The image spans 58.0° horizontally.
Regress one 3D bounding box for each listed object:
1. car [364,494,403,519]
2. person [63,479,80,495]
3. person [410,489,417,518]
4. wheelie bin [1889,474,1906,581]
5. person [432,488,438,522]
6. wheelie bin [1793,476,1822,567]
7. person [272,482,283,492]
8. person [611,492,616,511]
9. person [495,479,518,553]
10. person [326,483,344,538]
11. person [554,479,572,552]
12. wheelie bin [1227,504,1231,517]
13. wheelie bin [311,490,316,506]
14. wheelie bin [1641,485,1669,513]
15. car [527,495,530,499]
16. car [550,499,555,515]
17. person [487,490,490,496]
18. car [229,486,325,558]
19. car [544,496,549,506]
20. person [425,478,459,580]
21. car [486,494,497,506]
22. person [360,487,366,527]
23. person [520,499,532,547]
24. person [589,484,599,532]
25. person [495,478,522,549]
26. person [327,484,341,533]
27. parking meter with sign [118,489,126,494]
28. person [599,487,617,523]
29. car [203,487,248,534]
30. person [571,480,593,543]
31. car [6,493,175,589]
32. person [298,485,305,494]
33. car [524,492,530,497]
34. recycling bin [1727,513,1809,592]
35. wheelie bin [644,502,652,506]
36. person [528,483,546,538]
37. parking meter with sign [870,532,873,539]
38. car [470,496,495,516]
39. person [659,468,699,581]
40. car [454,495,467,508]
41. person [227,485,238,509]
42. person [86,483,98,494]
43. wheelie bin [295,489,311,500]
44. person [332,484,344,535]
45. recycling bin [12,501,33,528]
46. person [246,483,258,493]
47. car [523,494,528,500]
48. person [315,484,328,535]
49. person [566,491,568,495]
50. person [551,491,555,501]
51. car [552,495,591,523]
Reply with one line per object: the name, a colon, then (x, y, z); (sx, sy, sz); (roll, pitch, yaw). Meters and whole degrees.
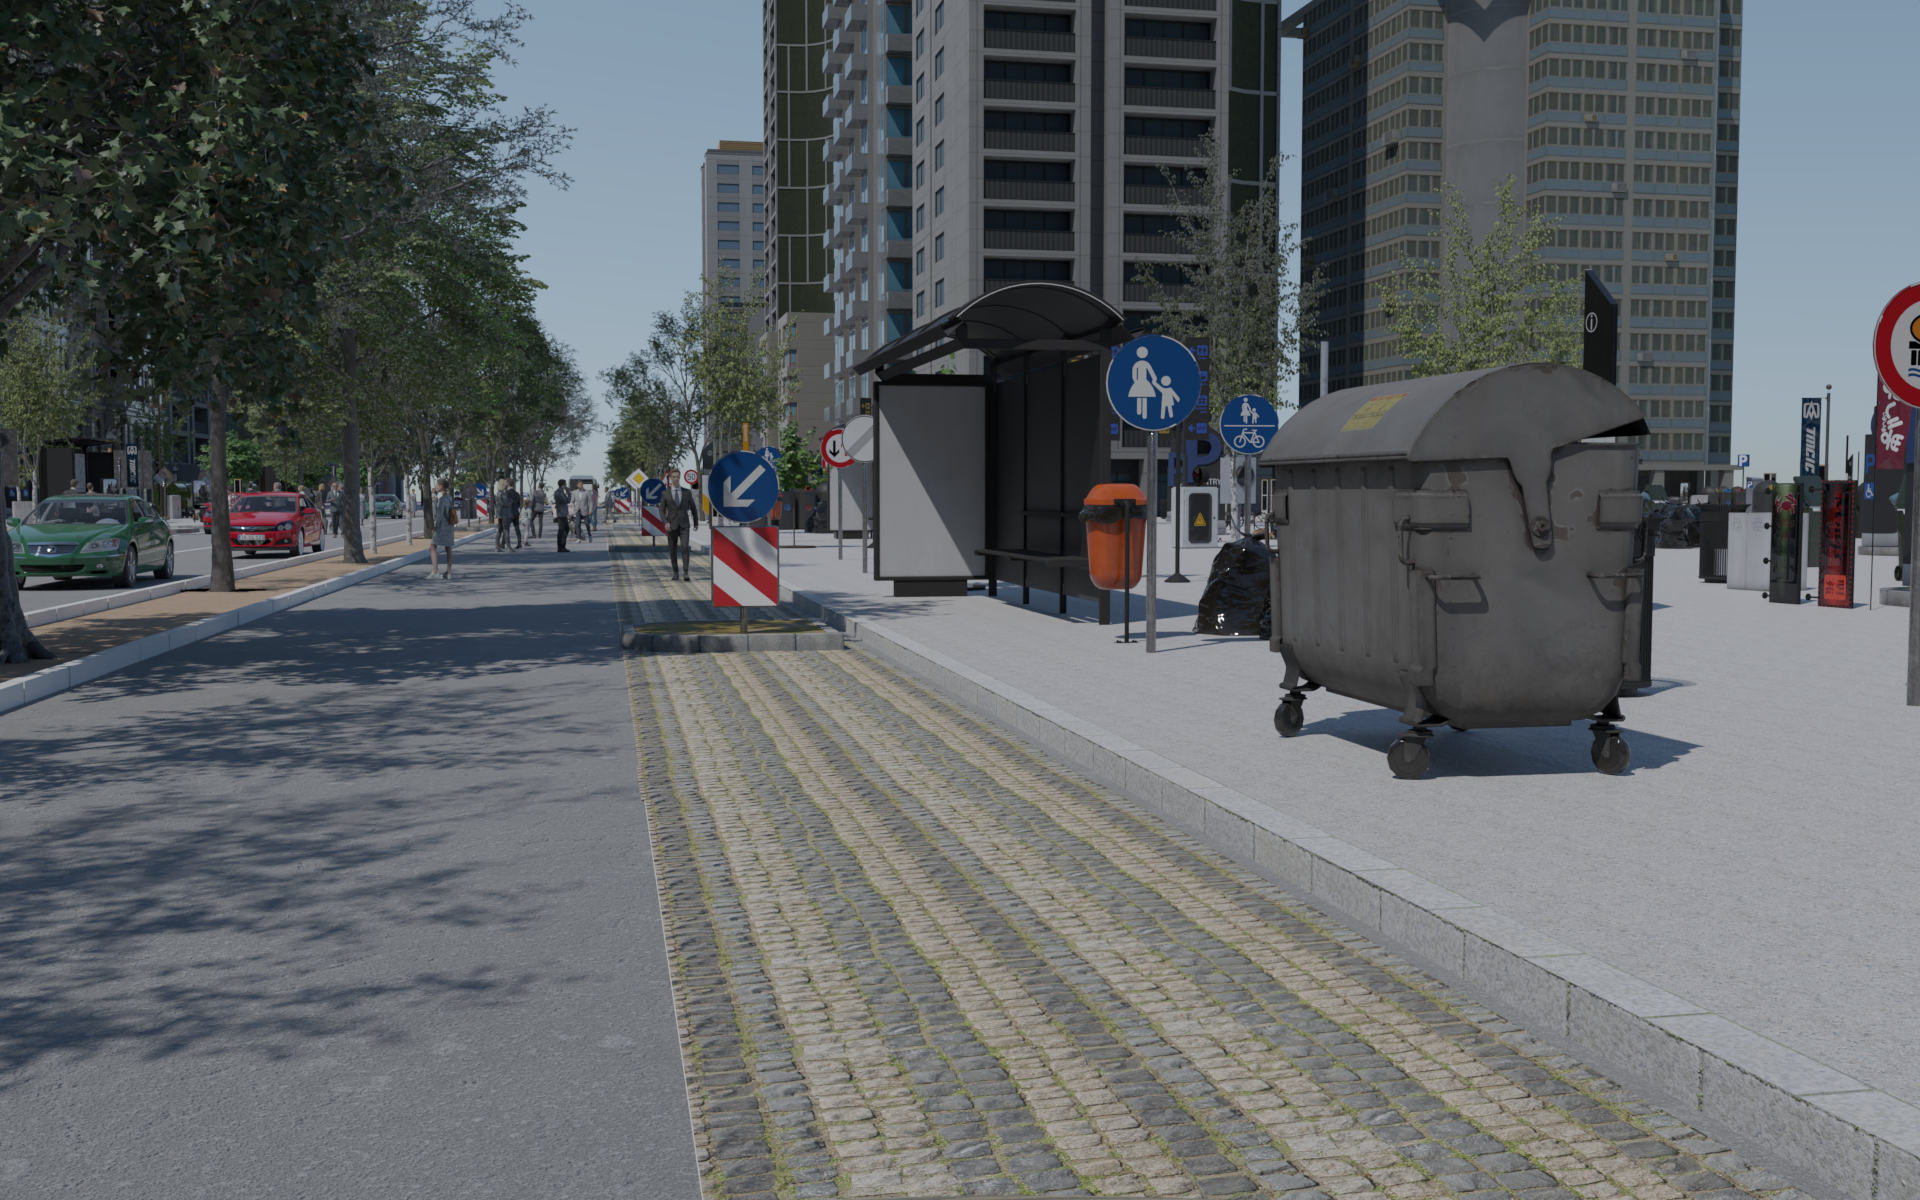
car: (-33.522, -5.432, 100.607); (2.131, 1.459, 4.920); (-1, 4, -11)
person: (-24.994, -2.480, 48.828); (0.659, 1.850, 0.755); (1, 4, 17)
person: (-32.800, -5.811, 104.082); (0.524, 1.755, 0.480); (2, 4, 33)
wheelie bin: (14.155, -1.072, 25.428); (0.693, 1.594, 0.980); (-3, 5, -41)
person: (-26.914, -4.873, 88.740); (0.524, 1.755, 0.480); (2, 4, 34)
wheelie bin: (14.868, -1.381, 30.494); (0.980, 1.594, 0.693); (-2, 4, -23)
person: (-20.070, -2.565, 50.840); (0.834, 1.777, 0.661); (2, 4, 32)
person: (-28.797, -8.147, 143.513); (0.589, 1.601, 0.330); (0, 4, -7)
person: (-11.158, -2.069, 42.509); (0.526, 1.800, 0.537); (-1, 4, -22)
person: (-20.364, -2.931, 56.600); (0.661, 1.801, 0.590); (-2, 4, -24)
person: (-9.802, -2.087, 42.805); (0.473, 1.802, 0.592); (0, 4, -4)
wheelie bin: (12.998, -4.582, 82.821); (0.980, 1.594, 0.693); (1, 4, 14)
wheelie bin: (-53.612, -8.288, 143.411); (0.693, 1.594, 0.980); (3, 4, 36)
wheelie bin: (23.414, -3.096, 58.524); (0.980, 1.594, 0.693); (-1, 4, -15)
car: (-50.766, -11.920, 206.889); (2.014, 1.417, 4.499); (-1, 4, -12)
car: (-26.992, -6.494, 118.537); (2.083, 1.381, 4.827); (-1, 4, -12)
person: (-39.734, -8.425, 146.648); (0.661, 1.777, 0.834); (-3, 5, -44)
car: (-15.935, -1.898, 40.076); (2.155, 1.783, 4.494); (-1, 4, -11)
car: (-52.729, -12.704, 217.929); (2.015, 1.641, 3.980); (-1, 4, -10)
person: (-8.706, -1.205, 29.203); (0.522, 1.701, 0.512); (0, 4, 4)
car: (-56.507, -12.182, 208.214); (2.155, 1.783, 4.494); (-1, 4, -11)
person: (-25.982, -4.040, 75.119); (0.480, 1.755, 0.524); (-3, 5, -43)
person: (-11.822, -2.111, 47.287); (0.425, 1.301, 0.394); (2, 4, 26)
person: (-14.030, -3.534, 66.296); (0.388, 1.821, 0.555); (-3, 5, -40)
person: (-11.805, -2.267, 45.346); (0.755, 1.850, 0.659); (2, 4, 24)
person: (-23.138, -3.403, 64.313); (0.728, 1.800, 0.709); (0, 4, -7)
parking meter with sign: (-55.093, -7.105, 112.422); (1.738, 3.016, 0.543); (-3, 5, -40)
person: (-17.193, -4.642, 84.678); (0.850, 1.792, 0.678); (0, 3, 0)
car: (-26.302, -3.307, 63.102); (2.155, 1.783, 4.494); (-1, 4, -12)
person: (-11.045, -2.589, 50.677); (0.661, 1.843, 0.795); (0, 4, 5)
car: (-13.920, -0.977, 27.767); (2.131, 1.459, 4.920); (-1, 4, -14)
person: (-27.564, -3.909, 72.635); (0.641, 1.798, 0.478); (-2, 4, -32)
car: (-70.462, -16.669, 282.127); (1.945, 1.707, 3.694); (-1, 4, -13)
recycling bin: (10.813, -0.651, 23.194); (0.722, 1.027, 0.722); (-1, 4, -21)
wheelie bin: (-24.248, -7.768, 134.916); (0.693, 1.594, 0.980); (-2, 4, -35)
person: (-13.661, -2.891, 55.944); (0.592, 1.802, 0.473); (-2, 4, -25)
parking meter with sign: (-1.916, -3.312, 50.407); (1.738, 3.016, 0.543); (-3, 5, -39)
car: (-31.289, -6.143, 113.010); (1.945, 1.354, 3.894); (-1, 4, -12)
person: (-4.608, -1.232, 28.420); (0.659, 1.850, 0.755); (-1, 4, -11)
car: (-44.306, -8.545, 152.288); (1.945, 1.354, 3.894); (-1, 4, -12)
person: (-24.371, -2.982, 58.090); (0.563, 1.720, 0.643); (2, 4, 35)
person: (-26.896, -2.745, 53.722); (0.374, 1.781, 0.599); (3, 4, 36)
wheelie bin: (-46.117, -6.913, 120.933); (0.693, 1.594, 0.980); (3, 5, 40)
person: (-21.609, -3.153, 60.448); (0.834, 1.777, 0.661); (3, 5, 44)
recycling bin: (-32.371, -2.899, 59.949); (0.722, 1.027, 0.722); (-2, 4, -30)
person: (-30.560, -4.094, 74.793); (0.474, 1.900, 0.648); (3, 5, 40)
car: (-67.972, -15.709, 269.209); (2.083, 1.381, 4.827); (-1, 4, -12)
person: (-22.748, -3.230, 61.529); (0.699, 1.804, 1.509); (-1, 4, -10)
person: (-33.265, -8.466, 146.935); (0.388, 1.821, 0.555); (-1, 4, -23)
person: (-49.767, -12.491, 212.708); (1.348, 1.826, 0.705); (-3, 4, -36)
car: (-19.509, -4.578, 87.208); (2.083, 1.381, 4.827); (-1, 4, -11)
